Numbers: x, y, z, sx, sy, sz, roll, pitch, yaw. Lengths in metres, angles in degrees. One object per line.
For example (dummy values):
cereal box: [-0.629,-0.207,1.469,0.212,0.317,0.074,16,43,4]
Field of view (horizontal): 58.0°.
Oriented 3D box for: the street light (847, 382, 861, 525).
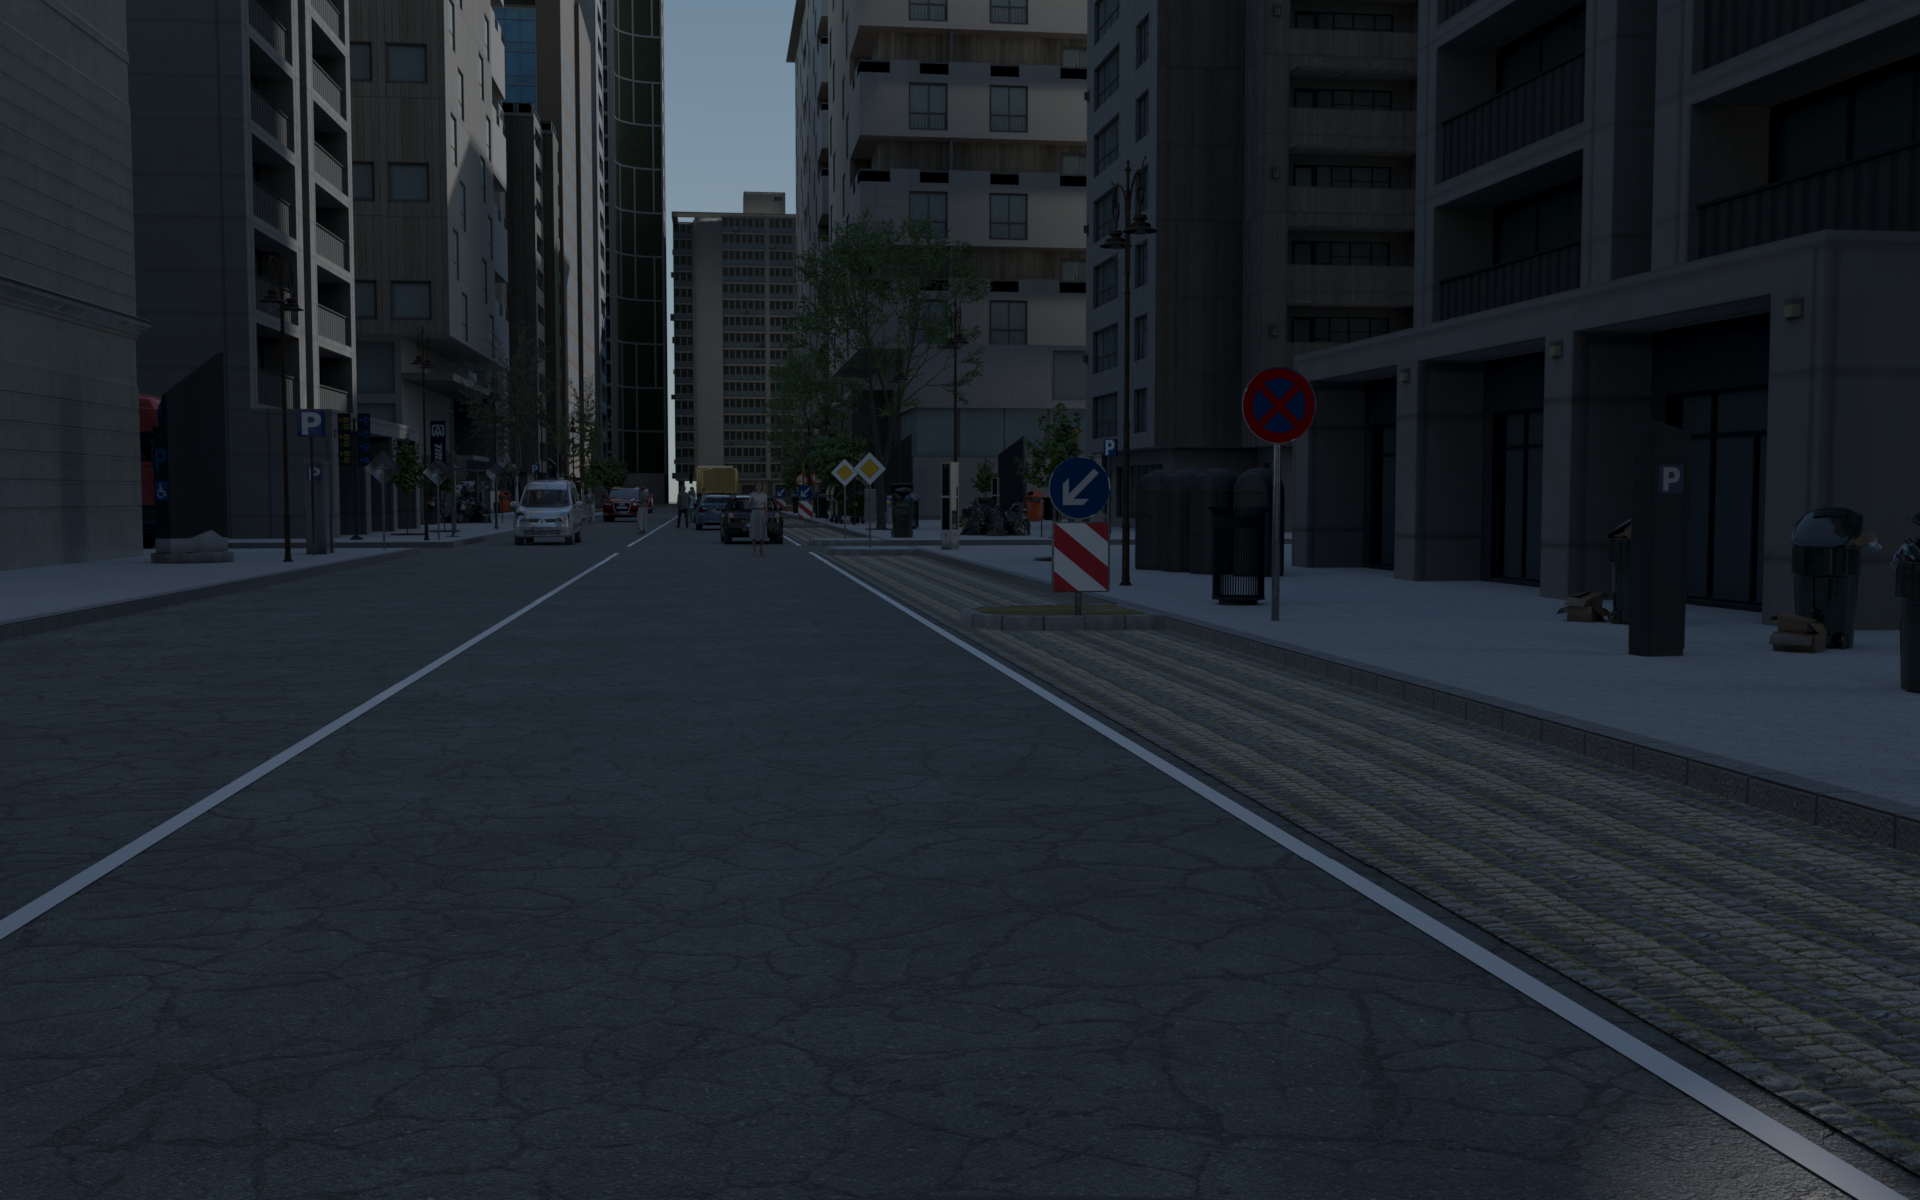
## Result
street light: [-4.392,-6.049,71.685,0.468,5.910,1.993,0,4,-8]

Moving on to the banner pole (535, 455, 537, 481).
banner pole: [-27.311,-7.445,111.736,0.401,3.779,0.863,-1,4,-18]

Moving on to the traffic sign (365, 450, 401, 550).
traffic sign: [-13.239,-2.210,39.772,0.795,2.450,0.064,0,4,-8]

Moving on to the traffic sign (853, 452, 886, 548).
traffic sign: [-2.152,-2.304,41.318,0.795,2.450,0.064,0,4,-8]

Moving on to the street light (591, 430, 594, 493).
street light: [-24.475,-8.711,115.205,0.468,5.910,1.993,0,4,-8]

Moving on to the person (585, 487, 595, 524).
person: [-17.805,-4.541,83.287,0.519,1.759,0.362,1,4,8]

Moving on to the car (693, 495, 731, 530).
car: [-9.807,-3.552,70.083,2.014,1.417,4.499,0,4,-8]

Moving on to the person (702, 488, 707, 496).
person: [-15.680,-5.968,106.192,0.853,1.813,0.709,-3,4,-39]

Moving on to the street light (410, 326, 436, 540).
street light: [-14.775,-4.587,47.793,0.468,5.910,1.993,0,4,-8]

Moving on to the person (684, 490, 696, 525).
person: [-12.562,-4.298,80.584,0.589,1.601,0.330,-3,4,-36]

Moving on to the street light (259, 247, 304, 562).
street light: [-12.734,-3.661,32.641,0.468,5.910,1.993,0,4,-8]

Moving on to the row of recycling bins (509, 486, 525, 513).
row of recycling bins: [-21.770,-5.061,89.860,3.534,1.692,1.069,3,5,40]

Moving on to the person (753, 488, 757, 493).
person: [-9.641,-4.452,82.122,0.563,1.720,0.643,2,4,32]

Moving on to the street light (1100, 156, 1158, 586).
street light: [2.324,-3.140,24.122,0.468,5.910,1.993,0,4,-8]

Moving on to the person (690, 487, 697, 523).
person: [-13.162,-4.705,85.613,0.473,1.802,0.592,2,4,24]

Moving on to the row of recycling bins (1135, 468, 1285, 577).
row of recycling bins: [4.012,-1.293,28.257,1.069,1.692,3.534,-2,4,-28]

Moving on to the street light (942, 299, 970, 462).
street light: [-0.109,-4.184,41.203,0.468,5.910,1.993,0,4,-8]

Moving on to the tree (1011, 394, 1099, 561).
tree: [2.036,-2.377,33.468,1.663,3.219,1.824,0,3,0]

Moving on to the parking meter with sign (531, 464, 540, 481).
parking meter with sign: [-24.562,-6.466,101.975,0.543,3.016,1.738,1,4,17]

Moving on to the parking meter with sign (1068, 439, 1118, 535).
parking meter with sign: [4.127,-3.544,54.201,1.738,3.016,0.543,-3,5,-41]

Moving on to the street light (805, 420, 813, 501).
street light: [-9.197,-8.130,105.705,0.468,5.910,1.993,0,4,-8]

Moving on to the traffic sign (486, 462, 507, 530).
traffic sign: [-16.683,-3.742,62.370,0.795,2.450,0.064,0,4,-3]

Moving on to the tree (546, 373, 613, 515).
tree: [-23.155,-9.511,105.874,4.737,8.622,4.395,0,3,0]

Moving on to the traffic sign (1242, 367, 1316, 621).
traffic sign: [3.197,-1.063,17.485,0.768,2.556,0.104,0,4,-7]

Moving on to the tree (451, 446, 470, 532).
tree: [-17.437,-3.934,58.918,1.663,3.219,1.824,0,3,0]

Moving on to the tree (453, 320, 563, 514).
tree: [-18.826,-7.464,72.401,4.360,8.622,3.978,0,3,0]

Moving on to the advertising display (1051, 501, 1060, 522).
advertising display: [4.455,-4.575,80.019,0.123,1.923,0.974,-1,4,-19]

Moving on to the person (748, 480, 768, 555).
person: [-4.733,-1.933,40.680,0.480,1.755,0.524,-1,4,-22]

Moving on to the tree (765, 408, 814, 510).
tree: [-13.535,-11.546,139.138,4.737,8.622,4.395,0,3,0]

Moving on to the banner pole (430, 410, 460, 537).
banner pole: [-15.477,-3.789,51.961,0.863,3.779,0.401,0,4,1]

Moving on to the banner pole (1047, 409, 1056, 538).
banner pole: [2.865,-3.672,50.051,0.401,3.779,0.863,-2,4,-34]

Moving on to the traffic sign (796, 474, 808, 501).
traffic sign: [-9.998,-6.686,109.429,0.768,2.556,0.104,0,4,-5]

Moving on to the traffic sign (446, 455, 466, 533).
traffic sign: [-16.505,-3.453,56.560,0.768,2.556,0.104,0,4,-4]

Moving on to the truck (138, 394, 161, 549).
truck: [-23.587,-3.200,41.232,11.283,4.237,2.839,-1,4,-8]

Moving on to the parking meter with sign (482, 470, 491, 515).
parking meter with sign: [-29.749,-6.885,108.834,0.543,3.016,1.738,-2,4,-26]

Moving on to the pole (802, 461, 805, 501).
pole: [-9.779,-6.992,108.161,0.158,3.312,0.155,0,3,0]

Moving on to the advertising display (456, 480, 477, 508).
advertising display: [-22.825,-4.575,80.009,0.974,1.923,0.123,0,4,4]

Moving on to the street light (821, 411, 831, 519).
street light: [-6.829,-7.081,88.562,0.468,5.910,1.993,0,4,-8]

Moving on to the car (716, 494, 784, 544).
car: [-6.156,-2.520,50.989,2.009,1.686,4.222,-1,4,-10]

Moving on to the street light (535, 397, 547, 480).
street light: [-19.586,-6.627,81.144,0.468,5.910,1.993,0,4,-8]

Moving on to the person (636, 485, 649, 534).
person: [-11.487,-3.272,62.549,0.362,1.759,0.519,2,4,31]

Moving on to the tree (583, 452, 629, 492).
tree: [-29.240,-9.846,144.698,4.285,4.588,4.351,0,3,0]

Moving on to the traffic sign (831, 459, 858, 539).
traffic sign: [-3.274,-2.788,49.224,0.795,2.450,0.064,0,4,-8]

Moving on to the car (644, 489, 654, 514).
car: [-23.940,-7.361,129.020,2.281,1.827,5.304,-1,4,-9]

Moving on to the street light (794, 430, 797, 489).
street light: [-11.685,-9.185,122.961,0.468,5.910,1.993,0,4,-8]

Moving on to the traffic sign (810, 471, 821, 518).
traffic sign: [-7.515,-5.593,91.559,0.768,2.556,0.104,0,4,-3]

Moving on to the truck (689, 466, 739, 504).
truck: [-16.659,-7.479,118.199,3.469,3.379,9.791,-1,4,-10]

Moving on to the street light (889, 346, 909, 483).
street light: [-1.903,-4.980,54.204,0.468,5.910,1.993,0,4,-8]

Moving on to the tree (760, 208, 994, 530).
tree: [-2.734,-8.327,61.902,9.928,11.665,9.643,0,3,0]

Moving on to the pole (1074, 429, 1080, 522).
pole: [3.543,-3.588,52.500,0.158,3.312,0.155,0,3,0]

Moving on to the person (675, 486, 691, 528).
person: [-11.725,-3.934,73.218,0.661,1.777,0.834,-3,4,-38]

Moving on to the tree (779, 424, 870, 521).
tree: [-5.635,-5.993,81.695,4.285,4.588,4.351,0,3,0]

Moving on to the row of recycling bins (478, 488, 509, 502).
row of recycling bins: [-32.958,-6.906,120.022,3.534,1.692,1.069,0,4,-2]

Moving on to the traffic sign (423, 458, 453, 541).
traffic sign: [-14.360,-2.693,47.678,0.795,2.450,0.064,0,4,-8]

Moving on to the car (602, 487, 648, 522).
car: [-17.518,-5.022,90.782,2.281,1.827,5.304,0,4,-6]

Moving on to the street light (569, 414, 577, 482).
street light: [-21.964,-7.683,98.406,0.468,5.910,1.993,0,4,-8]

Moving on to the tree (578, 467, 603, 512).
tree: [-26.590,-7.915,124.004,1.663,3.219,1.824,0,3,0]

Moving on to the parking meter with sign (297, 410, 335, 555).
parking meter with sign: [-13.718,-2.493,37.016,0.543,3.016,1.738,-1,4,-12]

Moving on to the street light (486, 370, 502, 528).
street light: [-17.320,-5.612,64.548,0.468,5.910,1.993,0,4,-8]
